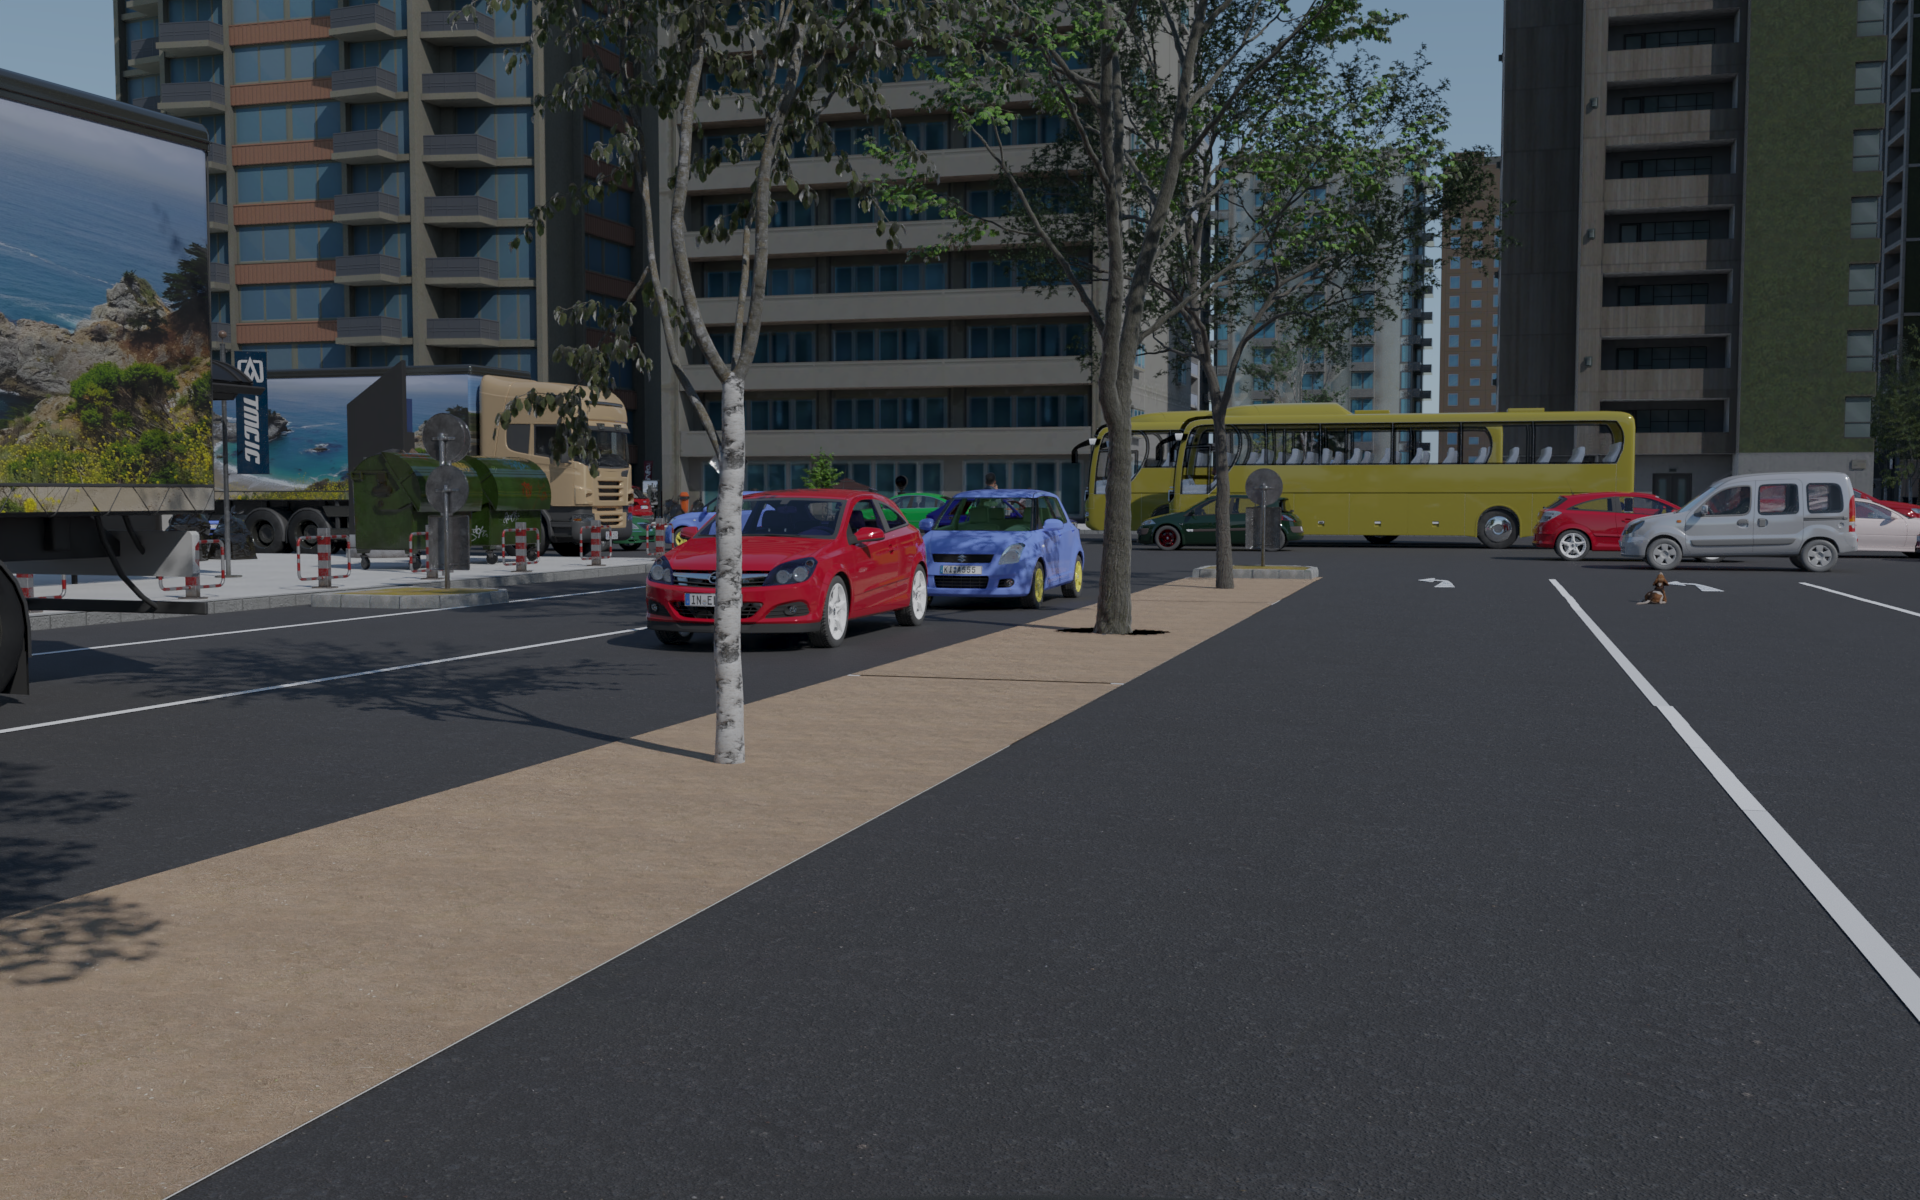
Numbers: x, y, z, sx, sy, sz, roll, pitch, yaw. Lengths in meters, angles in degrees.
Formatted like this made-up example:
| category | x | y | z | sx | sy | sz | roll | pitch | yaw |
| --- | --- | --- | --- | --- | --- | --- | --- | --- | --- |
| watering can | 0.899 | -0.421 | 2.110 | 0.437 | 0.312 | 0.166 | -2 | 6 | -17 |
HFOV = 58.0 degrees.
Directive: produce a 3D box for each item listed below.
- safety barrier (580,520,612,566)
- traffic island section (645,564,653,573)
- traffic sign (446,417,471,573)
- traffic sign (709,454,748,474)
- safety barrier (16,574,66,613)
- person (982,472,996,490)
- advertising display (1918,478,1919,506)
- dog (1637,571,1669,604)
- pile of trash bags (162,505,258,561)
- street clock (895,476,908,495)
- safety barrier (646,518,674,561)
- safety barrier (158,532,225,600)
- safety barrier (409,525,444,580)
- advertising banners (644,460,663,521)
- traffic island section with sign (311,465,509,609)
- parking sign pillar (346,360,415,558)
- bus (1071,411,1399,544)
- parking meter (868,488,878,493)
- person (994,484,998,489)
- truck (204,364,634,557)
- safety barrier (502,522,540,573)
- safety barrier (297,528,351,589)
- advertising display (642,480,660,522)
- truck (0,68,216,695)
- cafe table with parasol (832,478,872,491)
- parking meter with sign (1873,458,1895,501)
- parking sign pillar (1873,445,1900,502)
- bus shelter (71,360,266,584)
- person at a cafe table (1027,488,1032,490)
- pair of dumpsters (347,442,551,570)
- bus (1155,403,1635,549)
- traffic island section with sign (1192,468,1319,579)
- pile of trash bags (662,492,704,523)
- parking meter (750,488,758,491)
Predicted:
| category | x | y | z | sx | sy | sz | roll | pitch | yaw |
| --- | --- | --- | --- | --- | --- | --- | --- | --- | --- |
| safety barrier | -6.476 | -1.012 | 30.818 | 0.300 | 0.817 | 1.120 | 1 | 4 | 17 |
| traffic island section | -4.391 | -0.637 | 32.698 | 2.009 | 0.180 | 2.903 | 1 | 4 | 17 |
| traffic sign | -8.305 | -1.718 | 28.191 | 0.768 | 2.556 | 0.104 | 1 | 4 | 19 |
| traffic sign | -4.366 | -1.773 | 32.629 | 0.795 | 2.450 | 0.064 | 1 | 4 | 17 |
| safety barrier | -10.100 | -0.271 | 18.703 | 0.300 | 0.817 | 1.120 | 1 | 4 | 17 |
| person | 0.512 | -1.421 | 31.724 | 0.713 | 1.824 | 0.794 | -2 | 4 | -31 |
| advertising display | 37.923 | -3.836 | 67.938 | 0.974 | 1.923 | 0.123 | -2 | 4 | -29 |
| dog | 9.085 | -0.159 | 22.787 | 0.748 | 0.427 | 0.550 | -1 | 4 | -14 |
| pile of trash bags | -15.349 | -1.425 | 33.058 | 1.912 | 1.369 | 3.447 | 2 | 4 | 29 |
| street clock | -2.283 | -3.860 | 67.688 | 0.471 | 2.002 | 0.358 | 1 | 4 | 11 |
| safety barrier | -5.751 | -1.159 | 33.233 | 0.300 | 0.817 | 1.120 | 1 | 4 | 17 |
| safety barrier | -9.369 | -0.419 | 21.134 | 0.300 | 0.817 | 1.120 | 1 | 4 | 17 |
| safety barrier | -7.920 | -0.716 | 25.977 | 0.300 | 0.817 | 1.120 | 1 | 4 | 17 |
| advertising banners | -14.356 | -5.383 | 84.195 | 2.074 | 3.025 | 0.090 | -3 | 5 | -40 |
| traffic island section with sign | -7.040 | -0.859 | 22.670 | 1.989 | 1.847 | 2.006 | 1 | 4 | 17 |
| parking sign pillar | -11.763 | -2.859 | 35.216 | 1.447 | 3.967 | 1.447 | 1 | 4 | 15 |
| bus | 9.574 | -3.641 | 51.082 | 12.252 | 3.916 | 2.896 | 1 | 4 | 17 |
| parking meter | -3.370 | -3.599 | 67.251 | 0.372 | 1.533 | 0.369 | 0 | 3 | 0 |
| person | 1.102 | -3.169 | 60.654 | 0.444 | 1.785 | 0.601 | 1 | 4 | 12 |
| truck | -12.325 | -3.078 | 39.244 | 11.283 | 4.237 | 2.839 | 1 | 4 | 18 |
| safety barrier | -7.199 | -0.864 | 28.404 | 0.300 | 0.817 | 1.120 | 1 | 4 | 17 |
| safety barrier | -8.648 | -0.568 | 23.563 | 0.300 | 0.817 | 1.120 | 1 | 4 | 17 |
| advertising display | -14.099 | -4.517 | 79.069 | 0.974 | 1.923 | 0.123 | 2 | 4 | 32 |
| truck | -8.574 | -1.185 | 8.288 | 2.839 | 4.237 | 11.283 | 1 | 4 | 18 |
| cafe table with parasol | -4.813 | -4.198 | 73.498 | 2.610 | 1.966 | 2.610 | 3 | 5 | 41 |
| parking meter with sign | 43.742 | -5.308 | 83.047 | 1.738 | 3.016 | 0.543 | 1 | 4 | 16 |
| parking sign pillar | 49.460 | -6.366 | 92.557 | 1.447 | 3.967 | 1.447 | -2 | 4 | -28 |
| bus shelter | -12.124 | -1.812 | 23.551 | 2.014 | 3.302 | 5.546 | 1 | 4 | 17 |
| person at a cafe table | 2.643 | -3.573 | 66.937 | 1.698 | 1.524 | 1.622 | 0 | 4 | -5 |
| pair of dumpsters | -9.124 | -1.753 | 31.161 | 1.574 | 2.255 | 4.437 | 1 | 4 | 16 |
| bus | 11.587 | -3.382 | 46.845 | 12.252 | 3.916 | 2.896 | 1 | 4 | 15 |
| traffic island section with sign | 5.193 | -1.343 | 30.090 | 2.006 | 1.907 | 1.989 | 1 | 4 | 17 |
| pile of trash bags | -11.883 | -3.977 | 74.777 | 1.912 | 1.369 | 3.447 | -1 | 4 | -11 |
| parking meter | -9.252 | -4.253 | 77.949 | 0.372 | 1.533 | 0.369 | 0 | 3 | 0 |
